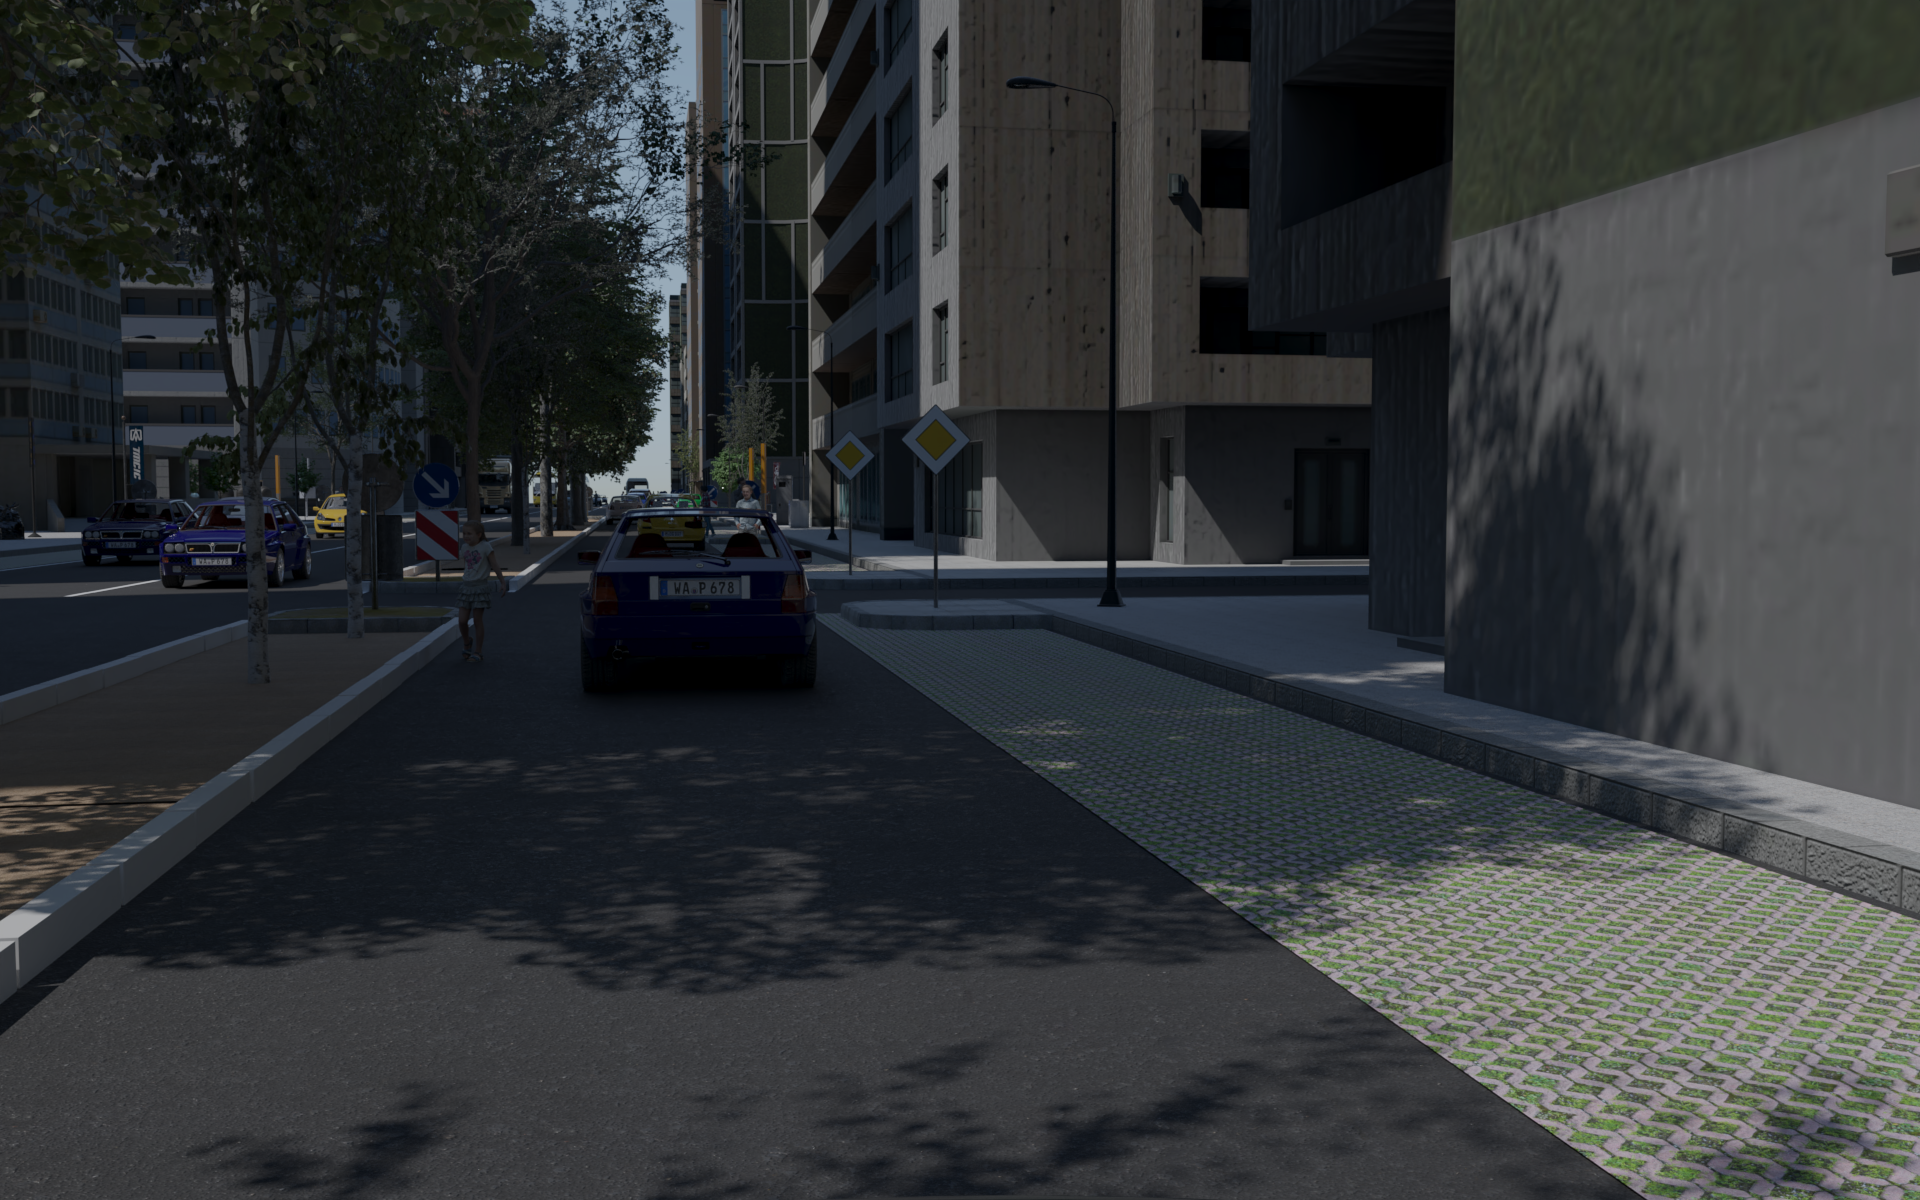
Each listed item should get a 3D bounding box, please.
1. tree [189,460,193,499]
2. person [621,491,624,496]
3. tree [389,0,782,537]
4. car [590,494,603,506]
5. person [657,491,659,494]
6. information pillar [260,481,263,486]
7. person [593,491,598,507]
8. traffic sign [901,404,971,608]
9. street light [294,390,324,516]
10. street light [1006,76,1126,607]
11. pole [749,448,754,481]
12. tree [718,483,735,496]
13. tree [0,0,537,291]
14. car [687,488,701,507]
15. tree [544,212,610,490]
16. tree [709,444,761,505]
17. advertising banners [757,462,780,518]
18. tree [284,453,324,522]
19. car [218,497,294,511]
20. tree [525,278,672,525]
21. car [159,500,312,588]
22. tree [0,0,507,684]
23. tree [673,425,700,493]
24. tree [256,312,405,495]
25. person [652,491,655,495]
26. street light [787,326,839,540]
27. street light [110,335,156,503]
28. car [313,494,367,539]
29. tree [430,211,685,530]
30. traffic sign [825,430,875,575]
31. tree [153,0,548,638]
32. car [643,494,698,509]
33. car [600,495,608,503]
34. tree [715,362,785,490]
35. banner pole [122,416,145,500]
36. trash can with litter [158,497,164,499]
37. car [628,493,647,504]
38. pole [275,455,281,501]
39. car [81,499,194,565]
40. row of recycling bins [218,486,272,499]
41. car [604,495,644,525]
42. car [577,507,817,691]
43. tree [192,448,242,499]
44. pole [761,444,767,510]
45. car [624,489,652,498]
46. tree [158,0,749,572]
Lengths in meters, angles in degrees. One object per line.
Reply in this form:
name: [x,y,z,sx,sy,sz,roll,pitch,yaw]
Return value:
tree: [-37.775,-5.552,85.383,1.663,3.219,1.824,0,3,0]
person: [-32.130,-9.526,165.194,0.436,1.711,0.756,0,4,4]
tree: [-12.526,-12.148,56.961,12.611,20.169,13.585,0,3,0]
car: [-44.257,-12.228,209.716,2.009,1.686,4.222,-1,4,-10]
person: [-29.900,-9.957,171.823,1.217,1.766,0.721,1,4,18]
information pillar: [-38.475,-5.540,95.078,0.304,2.012,0.304,1,4,9]
person: [-40.700,-11.311,193.511,0.705,1.814,1.350,-3,4,-37]
traffic sign: [-0.276,-0.968,19.471,0.795,2.450,0.064,-1,4,-10]
street light: [-29.199,-6.428,77.634,1.470,5.913,1.316,-1,4,-10]
street light: [1.199,-2.875,19.541,1.470,5.913,1.316,-1,4,-10]
pole: [-9.259,-5.084,76.964,0.158,3.312,0.155,0,3,0]
tree: [-15.232,-7.242,113.014,1.663,3.219,1.824,0,3,0]
tree: [-4.166,-5.225,6.010,7.486,12.596,7.792,0,3,0]
car: [-17.550,-6.334,112.357,1.959,1.807,4.718,-1,4,-12]
tree: [-10.188,-5.362,40.493,4.360,8.622,3.978,0,3,0]
tree: [-13.920,-7.622,108.339,4.285,4.588,4.351,0,3,0]
advertising banners: [-10.491,-5.966,93.725,0.090,3.025,2.074,3,5,43]
tree: [-30.822,-5.289,81.070,1.663,3.219,1.824,0,3,0]
car: [-18.093,-1.925,43.837,2.083,1.381,4.827,-1,4,-9]
tree: [-17.427,-10.350,78.327,9.857,13.997,8.962,0,3,0]
car: [-11.575,-0.931,27.799,1.945,1.354,3.894,-1,4,-11]
tree: [-5.227,-3.655,12.572,4.360,8.622,3.978,0,3,0]
tree: [-28.357,-14.273,183.723,4.737,8.622,4.395,0,3,0]
tree: [-31.858,-9.348,87.252,8.767,10.594,7.601,0,4,5]
person: [-40.568,-13.501,229.252,1.348,1.823,0.705,0,4,-6]
street light: [-4.091,-4.618,48.040,1.470,5.913,1.316,-1,4,-10]
street light: [-24.153,-4.773,50.581,1.470,5.913,1.316,-1,4,-10]
car: [-20.194,-2.871,57.162,2.015,1.641,3.980,-1,4,-12]
tree: [-15.676,-9.086,68.021,9.611,12.733,9.660,0,3,0]
traffic sign: [-1.735,-1.448,27.322,0.795,2.450,0.064,-1,4,-10]
tree: [-6.071,-3.934,17.135,4.737,8.622,4.395,0,3,0]
car: [-7.559,-2.140,45.218,2.015,1.641,3.980,-1,4,-11]
car: [-50.794,-14.232,245.277,1.945,1.354,3.894,-1,4,-12]
tree: [-11.961,-8.988,97.309,4.360,8.622,3.978,0,3,0]
banner pole: [-26.536,-4.007,55.531,0.863,3.779,0.401,0,4,2]
trash can with litter: [-37.720,-4.355,82.589,1.055,1.170,0.624,-2,4,-34]
car: [-21.848,-6.563,116.889,1.945,1.707,3.694,-1,4,-11]
pole: [-35.942,-5.960,91.290,0.158,3.312,0.155,0,3,0]
car: [-16.996,-1.439,36.116,1.945,1.354,3.894,-1,4,-12]
row of recycling bins: [-37.866,-5.106,90.603,3.534,1.692,1.069,-1,4,-17]
car: [-15.931,-4.301,82.689,2.083,1.381,4.827,-1,4,-10]
car: [-2.136,-0.090,14.059,1.945,1.354,3.894,-1,4,-9]
tree: [-28.020,-4.361,65.908,1.663,3.219,1.824,0,3,0]
pole: [-7.933,-4.659,70.018,0.158,3.312,0.155,0,3,0]
car: [-23.143,-7.134,125.309,2.281,1.827,5.304,-1,4,-11]
tree: [-9.134,-7.297,32.129,12.009,13.543,11.850,0,3,0]
